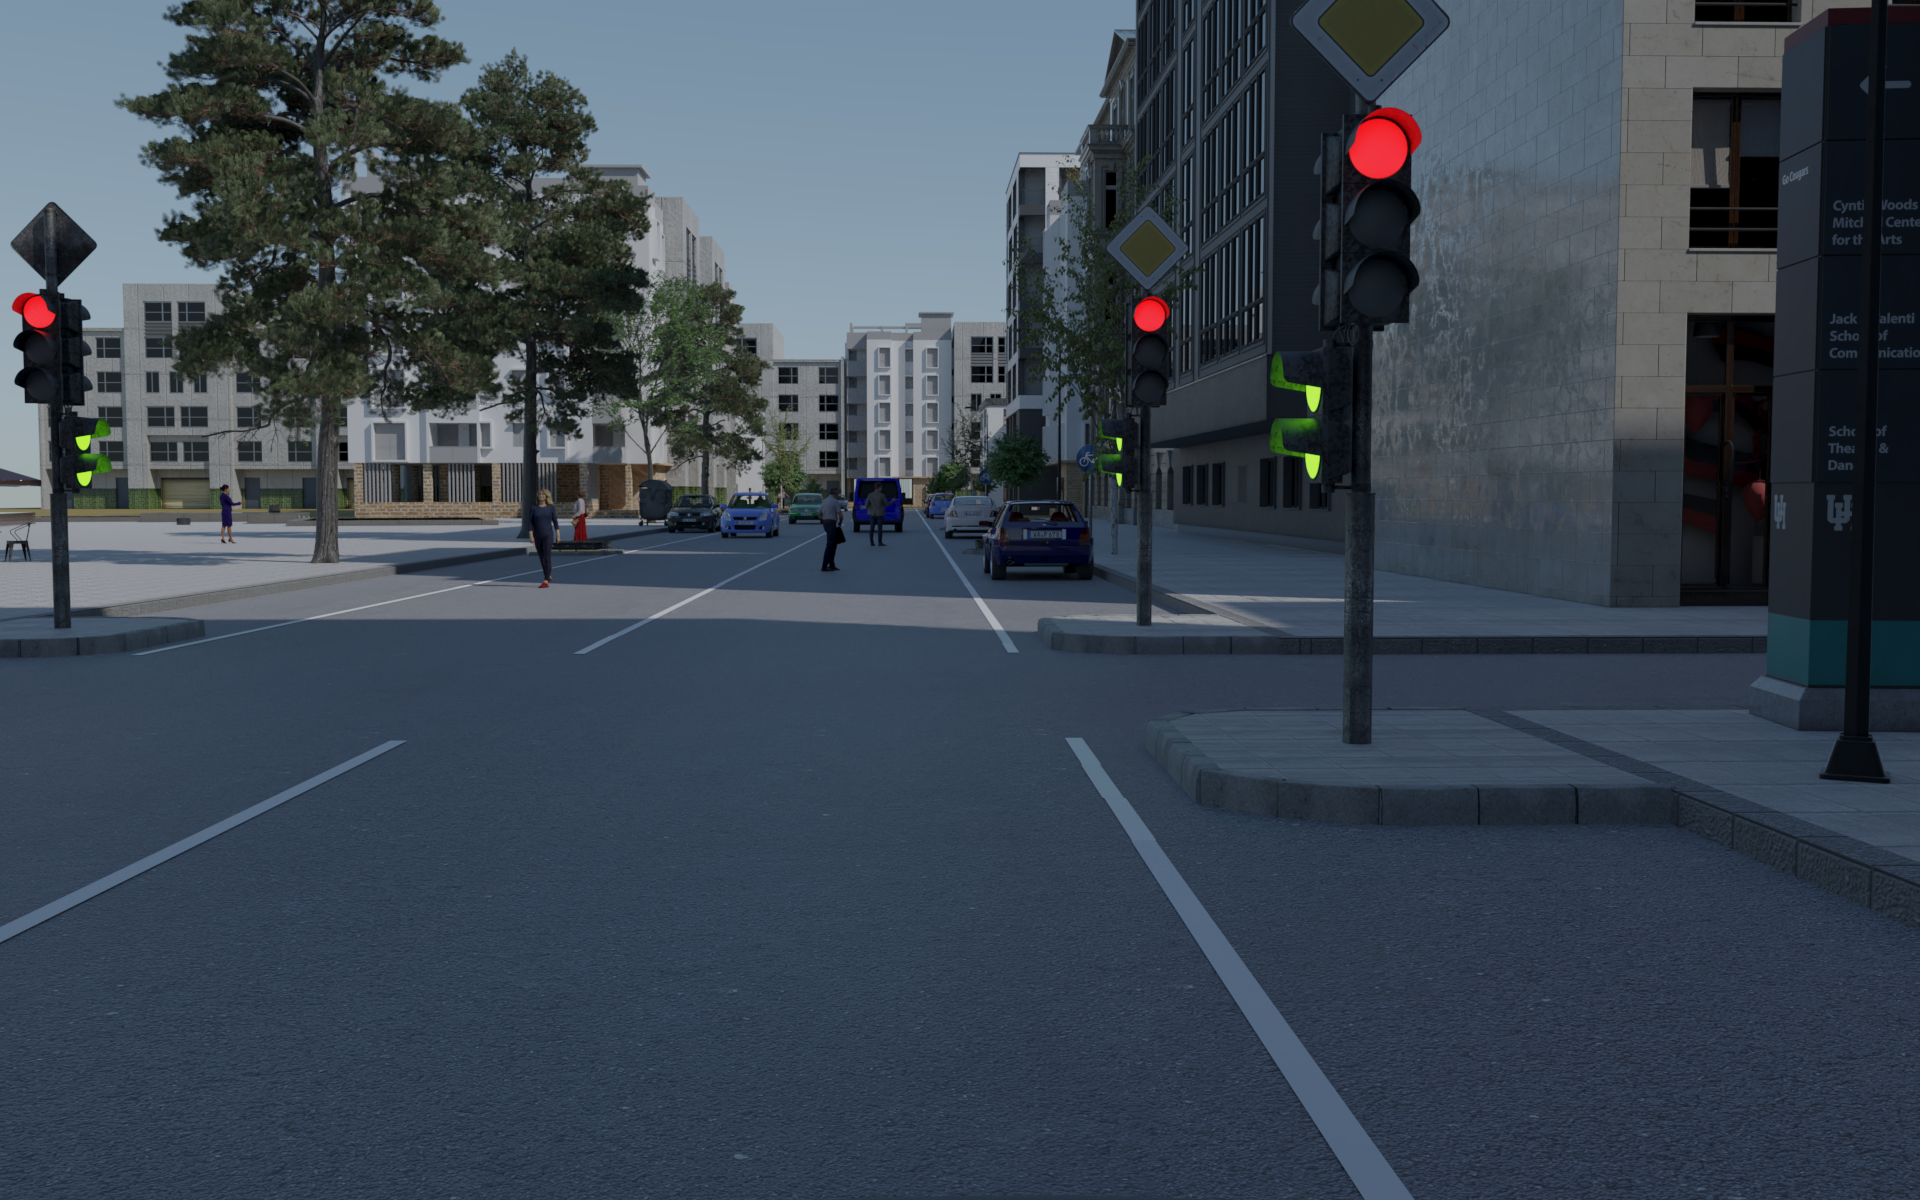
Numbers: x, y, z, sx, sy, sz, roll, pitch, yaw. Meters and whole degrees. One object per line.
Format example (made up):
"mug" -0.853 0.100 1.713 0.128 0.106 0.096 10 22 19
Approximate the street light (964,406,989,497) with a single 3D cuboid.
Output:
"street light" 0.924 -7.304 91.962 1.470 5.913 1.316 0 4 -2

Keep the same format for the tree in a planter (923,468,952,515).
"tree in a planter" -1.391 -7.451 119.041 1.991 3.239 1.994 0 4 -2

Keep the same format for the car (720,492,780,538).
"car" -6.989 -2.948 57.785 1.945 1.707 3.694 0 4 -1

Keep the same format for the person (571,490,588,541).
"person" -9.380 -1.945 42.770 0.387 1.526 0.523 0 4 -3

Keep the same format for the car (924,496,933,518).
"car" -1.216 -5.684 105.516 1.945 1.354 3.894 0 4 -1

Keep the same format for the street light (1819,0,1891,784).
"street light" 3.512 -2.148 7.655 1.470 5.913 1.316 0 4 -2

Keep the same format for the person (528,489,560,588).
"person" -6.400 -0.953 26.622 0.480 1.512 0.613 -1 4 -21

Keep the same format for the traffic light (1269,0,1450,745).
"traffic light" 2.030 -1.198 8.826 0.839 4.213 0.868 0 4 -2

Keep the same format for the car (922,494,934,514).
"car" -1.761 -7.058 125.618 2.015 1.641 3.980 0 4 -3

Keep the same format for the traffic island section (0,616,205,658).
"traffic island section" -8.617 0.348 16.599 2.009 0.180 2.903 0 4 -2

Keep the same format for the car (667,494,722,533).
"car" -9.975 -3.395 65.287 2.009 1.686 4.222 0 4 -2

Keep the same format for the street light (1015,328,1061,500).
"street light" 2.247 -4.644 48.473 1.470 5.913 1.316 0 4 -2

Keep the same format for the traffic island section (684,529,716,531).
"traffic island section" -9.919 -2.802 68.671 1.991 0.108 1.994 0 4 -2

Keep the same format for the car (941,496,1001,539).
"car" 0.415 -2.735 57.086 2.083 1.381 4.827 0 4 0

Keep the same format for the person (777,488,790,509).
"person" -15.223 -8.737 148.901 0.705 1.823 1.348 3 5 43

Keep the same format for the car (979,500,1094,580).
"car" 1.320 -1.081 30.259 1.945 1.354 3.894 0 4 -2

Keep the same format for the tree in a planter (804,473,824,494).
"tree in a planter" -12.346 -9.076 145.612 1.991 3.239 1.994 0 4 -2

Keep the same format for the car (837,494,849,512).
"car" -10.179 -8.044 143.523 2.014 1.417 4.499 0 4 -2

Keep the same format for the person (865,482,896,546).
"person" -2.187 -2.381 47.961 0.617 1.759 0.750 3 4 36

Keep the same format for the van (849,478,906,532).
"van" -3.167 -3.805 66.598 2.240 2.365 5.245 0 4 -3

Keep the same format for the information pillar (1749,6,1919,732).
"information pillar" 4.948 -1.237 9.596 0.750 3.857 0.750 0 4 5

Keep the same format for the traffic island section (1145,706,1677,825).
"traffic island section" 2.071 0.816 8.940 2.009 0.180 2.903 0 4 -2

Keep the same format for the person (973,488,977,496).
"person" 1.100 -7.790 133.396 0.705 1.826 1.348 0 4 -8

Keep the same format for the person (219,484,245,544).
"person" -18.905 -2.231 44.883 0.453 1.535 0.546 1 4 23

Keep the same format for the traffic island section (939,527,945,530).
"traffic island section" 0.174 -2.840 69.306 1.991 0.108 1.994 0 4 -2

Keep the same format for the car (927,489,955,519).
"car" -0.940 -5.610 101.314 1.945 1.707 3.694 0 4 -2

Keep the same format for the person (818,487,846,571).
"person" -2.418 -1.322 32.325 0.590 1.554 0.614 -3 5 -42

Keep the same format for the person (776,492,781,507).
"person" -17.430 -9.605 166.275 0.628 1.438 0.799 -2 4 -30

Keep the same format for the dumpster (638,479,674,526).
"dumpster" -12.192 -3.891 69.375 1.264 1.857 1.865 0 4 -2

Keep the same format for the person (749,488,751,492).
"person" -18.043 -8.714 148.474 0.705 1.831 1.348 -1 4 -11

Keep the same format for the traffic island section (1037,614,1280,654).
"traffic island section" 1.820 0.328 16.921 2.009 0.180 2.903 0 4 -2

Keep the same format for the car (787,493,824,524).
"car" -7.354 -4.596 83.942 1.959 1.807 4.718 0 4 -2
